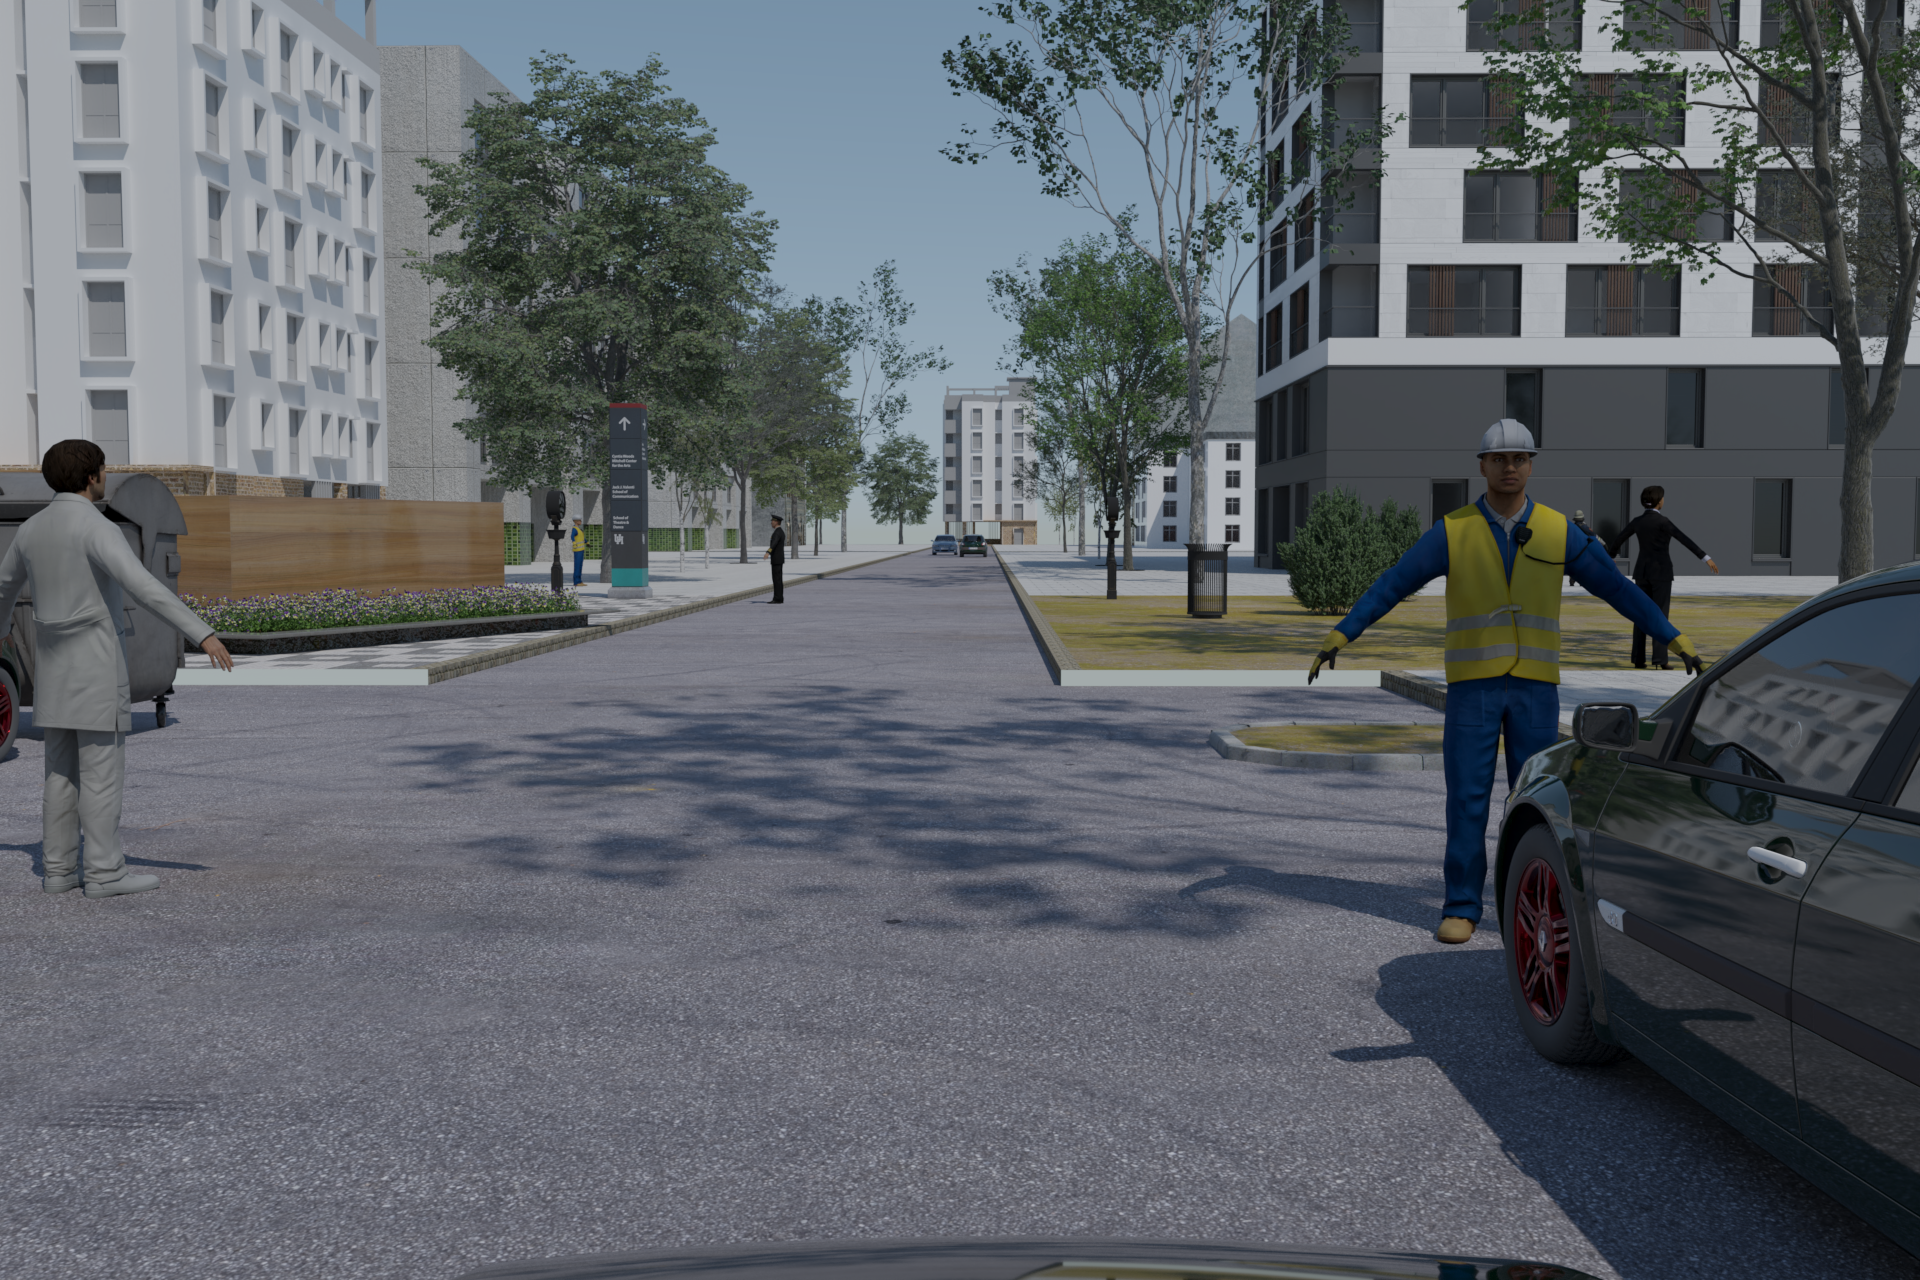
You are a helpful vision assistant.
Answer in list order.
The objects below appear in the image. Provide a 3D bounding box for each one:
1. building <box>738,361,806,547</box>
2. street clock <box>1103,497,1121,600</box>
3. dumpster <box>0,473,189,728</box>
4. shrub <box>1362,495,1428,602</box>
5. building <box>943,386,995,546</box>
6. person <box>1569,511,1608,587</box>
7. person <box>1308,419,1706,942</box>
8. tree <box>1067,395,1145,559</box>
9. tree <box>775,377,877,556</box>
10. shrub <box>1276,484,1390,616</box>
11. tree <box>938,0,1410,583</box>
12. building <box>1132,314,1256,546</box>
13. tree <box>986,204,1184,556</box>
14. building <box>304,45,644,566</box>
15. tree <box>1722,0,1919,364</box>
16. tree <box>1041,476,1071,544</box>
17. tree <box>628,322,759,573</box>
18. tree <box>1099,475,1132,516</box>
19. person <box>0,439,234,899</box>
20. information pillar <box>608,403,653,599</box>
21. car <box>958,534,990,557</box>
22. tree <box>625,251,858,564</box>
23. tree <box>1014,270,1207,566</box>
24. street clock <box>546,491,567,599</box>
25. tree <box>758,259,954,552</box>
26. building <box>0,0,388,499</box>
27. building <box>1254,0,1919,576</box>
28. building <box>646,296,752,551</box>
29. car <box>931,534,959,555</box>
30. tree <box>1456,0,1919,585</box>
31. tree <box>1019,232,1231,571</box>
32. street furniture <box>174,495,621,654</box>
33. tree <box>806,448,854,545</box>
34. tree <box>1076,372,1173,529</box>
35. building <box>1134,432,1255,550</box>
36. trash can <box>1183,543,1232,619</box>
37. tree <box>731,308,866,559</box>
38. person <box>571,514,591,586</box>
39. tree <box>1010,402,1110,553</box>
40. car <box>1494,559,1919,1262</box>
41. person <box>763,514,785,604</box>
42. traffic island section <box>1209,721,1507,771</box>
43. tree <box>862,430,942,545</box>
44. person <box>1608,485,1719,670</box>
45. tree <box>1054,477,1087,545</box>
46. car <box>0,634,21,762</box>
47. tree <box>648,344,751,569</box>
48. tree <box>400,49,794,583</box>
[{"bbox_3d":[-26.777,-21.656,185.011,19.493,23.208,18.063,0,4,1],"label":"building"},{"bbox_3d":[2.981,-1.797,33.957,0.358,2.002,0.471,0,4,-1],"label":"street clock"},{"bbox_3d":[-6.621,-0.249,12.279,1.865,1.857,1.264,0,4,1],"label":"dumpster"},{"bbox_3d":[8.236,-1.749,33.013,1.690,2.028,1.600,0,3,0],"label":"shrub"},{"bbox_3d":[-1.799,-21.663,213.073,11.380,20.090,16.016,0,4,2],"label":"building"},{"bbox_3d":[15.128,-2.237,42.359,1.354,1.856,0.705,2,4,35],"label":"person"},{"bbox_3d":[1.912,0.143,6.096,1.349,1.833,0.705,1,4,11],"label":"person"},{"bbox_3d":[7.372,-8.471,88.869,4.737,8.622,4.395,0,3,0],"label":"tree"},{"bbox_3d":[-8.185,-10.234,101.744,7.601,10.594,8.767,-3,4,-36],"label":"tree"},{"bbox_3d":[5.907,-1.428,27.395,1.661,2.075,1.752,0,3,0],"label":"shrub"},{"bbox_3d":[5.009,-11.502,43.942,12.611,20.169,13.585,0,3,0],"label":"tree"},{"bbox_3d":[28.179,-21.484,182.193,19.493,23.208,18.063,0,4,1],"label":"building"},{"bbox_3d":[7.582,-14.970,100.655,12.611,20.169,13.585,0,3,0],"label":"tree"},{"bbox_3d":[-26.003,-12.998,78.979,16.747,18.905,31.486,0,4,2],"label":"building"},{"bbox_3d":[17.812,-7.250,28.912,12.009,13.543,11.850,0,3,0],"label":"tree"},{"bbox_3d":[12.014,-16.061,212.957,4.737,8.622,4.395,0,3,0],"label":"tree"},{"bbox_3d":[-9.418,-6.553,57.500,4.360,8.622,3.978,0,3,0],"label":"tree"},{"bbox_3d":[20.230,-16.750,208.274,7.601,10.594,8.767,0,4,6],"label":"tree"},{"bbox_3d":[-3.482,0.105,6.921,1.347,1.806,0.705,2,4,24],"label":"person"},{"bbox_3d":[-6.605,-2.766,34.595,0.750,3.857,0.750,0,4,1],"label":"information pillar"},{"bbox_3d":[0.845,-6.001,107.903,2.009,1.686,4.222,0,4,1],"label":"car"},{"bbox_3d":[-9.430,-10.049,74.669,12.009,13.543,11.850,0,3,0],"label":"tree"},{"bbox_3d":[5.960,-8.758,68.956,9.928,11.665,9.643,0,3,0],"label":"tree"},{"bbox_3d":[-6.767,-1.498,29.060,0.358,2.002,0.471,0,4,1],"label":"street clock"},{"bbox_3d":[-7.224,-16.133,119.667,12.611,20.169,13.585,0,3,0],"label":"tree"},{"bbox_3d":[-25.064,-11.664,47.134,16.016,20.090,11.380,0,4,0],"label":"building"},{"bbox_3d":[25.299,-13.722,68.325,27.936,21.610,32.646,0,4,1],"label":"building"},{"bbox_3d":[-28.216,-17.037,145.005,16.747,18.905,31.486,0,4,2],"label":"building"},{"bbox_3d":[-1.008,-6.558,119.219,2.014,1.417,4.499,0,4,1],"label":"car"},{"bbox_3d":[8.383,-5.501,15.694,9.928,11.665,9.643,0,3,0],"label":"tree"},{"bbox_3d":[5.738,-8.219,60.141,9.928,11.665,9.643,0,3,0],"label":"tree"},{"bbox_3d":[-9.160,-0.883,21.285,11.010,1.723,9.812,1,4,22],"label":"street furniture"},{"bbox_3d":[-16.582,-17.917,211.063,7.486,12.596,7.792,0,3,0],"label":"tree"},{"bbox_3d":[7.040,-7.755,77.165,4.737,8.622,4.395,0,3,0],"label":"tree"},{"bbox_3d":[21.266,-13.073,155.895,9.099,9.664,28.070,0,4,1],"label":"building"},{"bbox_3d":[3.768,-0.901,26.378,0.748,1.137,0.748,0,3,0],"label":"trash can"},{"bbox_3d":[-8.826,-10.378,87.809,7.486,12.596,7.792,0,3,0],"label":"tree"},{"bbox_3d":[-9.299,-2.206,42.531,0.721,1.772,1.216,0,4,5],"label":"person"},{"bbox_3d":[6.892,-11.258,118.488,7.601,10.594,8.767,0,4,-8],"label":"tree"},{"bbox_3d":[2.428,0.385,3.497,2.009,1.686,4.222,0,4,0],"label":"car"},{"bbox_3d":[-3.788,-1.666,35.627,0.705,1.837,1.347,0,4,6],"label":"person"},{"bbox_3d":[2.697,0.696,11.485,1.991,0.108,1.994,0,4,1],"label":"traffic island section"},{"bbox_3d":[-7.100,-18.607,210.877,9.857,13.997,8.962,0,3,0],"label":"tree"},{"bbox_3d":[6.623,-0.594,16.439,0.721,1.740,1.216,-2,4,-31],"label":"person"},{"bbox_3d":[13.493,-15.767,208.149,4.737,8.622,4.395,0,3,0],"label":"tree"},{"bbox_3d":[-6.832,0.029,9.306,2.009,1.686,4.222,0,4,1],"label":"car"},{"bbox_3d":[-9.147,-6.948,63.956,4.360,8.622,3.978,0,3,0],"label":"tree"},{"bbox_3d":[-9.201,-8.454,44.884,9.857,13.997,8.962,0,3,0],"label":"tree"}]
